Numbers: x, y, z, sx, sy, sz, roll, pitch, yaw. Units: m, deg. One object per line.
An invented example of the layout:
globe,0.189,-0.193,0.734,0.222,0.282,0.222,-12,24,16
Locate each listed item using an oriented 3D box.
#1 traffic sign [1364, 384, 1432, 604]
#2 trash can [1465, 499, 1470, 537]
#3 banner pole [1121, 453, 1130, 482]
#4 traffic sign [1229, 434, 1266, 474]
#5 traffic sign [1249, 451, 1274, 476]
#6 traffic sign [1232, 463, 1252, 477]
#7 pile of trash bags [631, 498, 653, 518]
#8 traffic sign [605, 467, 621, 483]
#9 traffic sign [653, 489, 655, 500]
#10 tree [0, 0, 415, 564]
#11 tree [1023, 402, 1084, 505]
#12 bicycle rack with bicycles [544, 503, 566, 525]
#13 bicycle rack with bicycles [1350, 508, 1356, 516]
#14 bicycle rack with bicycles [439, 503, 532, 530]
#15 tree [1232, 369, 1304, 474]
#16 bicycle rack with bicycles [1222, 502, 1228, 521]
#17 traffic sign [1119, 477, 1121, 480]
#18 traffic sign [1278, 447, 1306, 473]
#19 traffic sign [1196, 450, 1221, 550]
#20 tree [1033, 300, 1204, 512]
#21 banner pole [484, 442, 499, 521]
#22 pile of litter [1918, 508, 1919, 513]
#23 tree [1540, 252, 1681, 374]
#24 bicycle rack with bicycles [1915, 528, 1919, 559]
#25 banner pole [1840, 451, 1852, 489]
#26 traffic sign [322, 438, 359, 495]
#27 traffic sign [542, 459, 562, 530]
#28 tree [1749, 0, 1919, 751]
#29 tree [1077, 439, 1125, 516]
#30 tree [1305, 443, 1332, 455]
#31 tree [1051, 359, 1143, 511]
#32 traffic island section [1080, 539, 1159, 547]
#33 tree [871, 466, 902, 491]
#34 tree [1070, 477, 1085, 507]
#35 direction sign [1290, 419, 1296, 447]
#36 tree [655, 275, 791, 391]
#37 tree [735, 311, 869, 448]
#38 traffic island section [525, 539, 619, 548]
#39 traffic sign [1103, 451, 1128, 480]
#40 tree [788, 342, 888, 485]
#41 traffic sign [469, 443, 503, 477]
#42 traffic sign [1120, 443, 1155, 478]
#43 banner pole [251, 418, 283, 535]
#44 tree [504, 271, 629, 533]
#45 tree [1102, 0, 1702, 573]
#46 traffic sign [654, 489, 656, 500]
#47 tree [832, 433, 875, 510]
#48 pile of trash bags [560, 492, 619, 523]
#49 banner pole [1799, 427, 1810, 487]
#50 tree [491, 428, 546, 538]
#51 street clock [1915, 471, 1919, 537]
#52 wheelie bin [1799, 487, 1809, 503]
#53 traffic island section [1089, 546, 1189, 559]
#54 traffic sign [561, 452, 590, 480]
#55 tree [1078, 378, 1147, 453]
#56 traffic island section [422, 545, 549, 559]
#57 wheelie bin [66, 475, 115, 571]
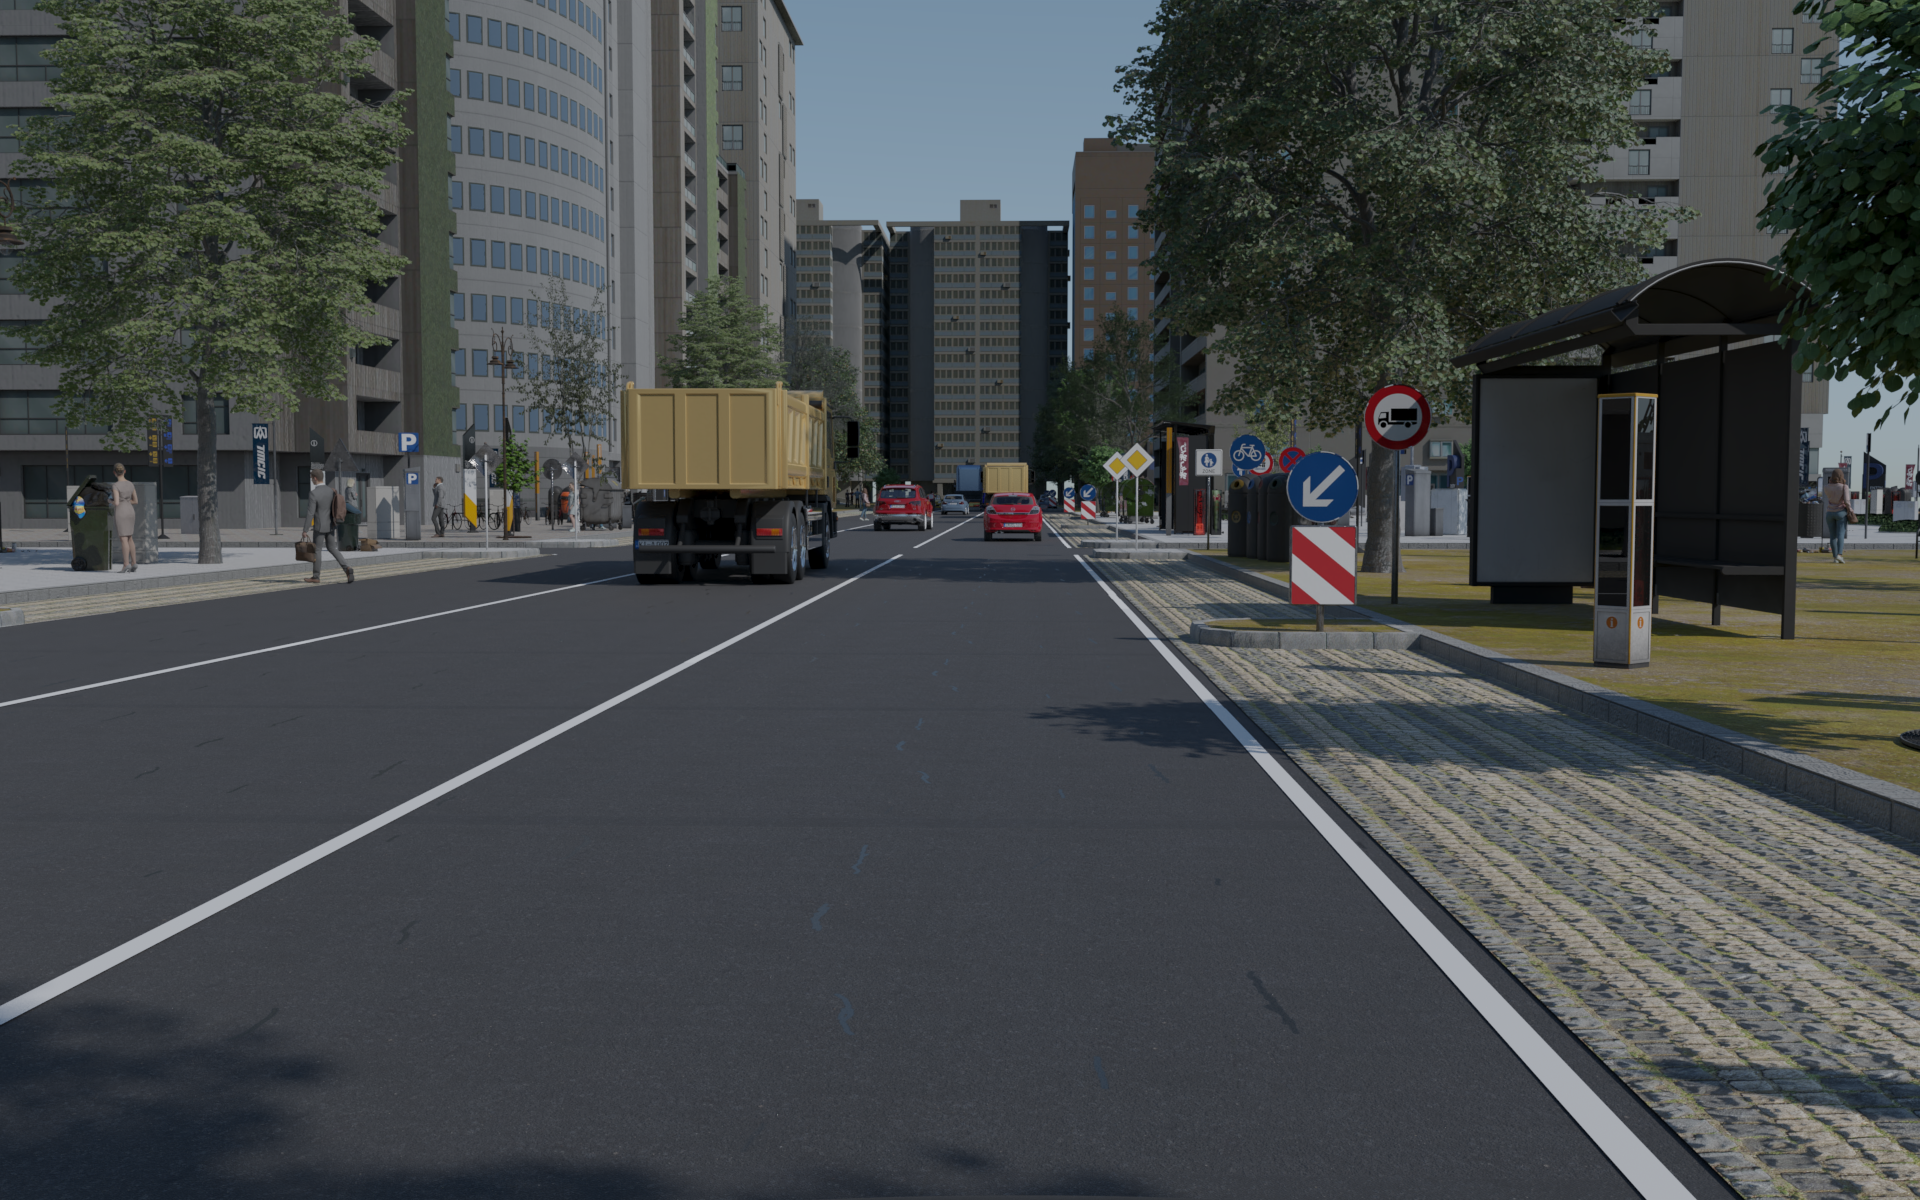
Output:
traffic sign,5.072,-1.225,20.143,0.768,2.556,0.104,0,4,7
trash can,14.676,-2.287,49.054,0.748,1.137,0.748,0,3,0
banner pole,9.039,-6.296,92.955,0.863,3.779,0.401,-1,4,-10
traffic sign,6.126,-2.256,36.996,0.768,2.556,0.104,0,4,5
traffic sign,8.612,-3.036,49.753,0.768,2.556,0.104,0,4,6
traffic sign,9.250,-3.453,56.554,0.768,2.556,0.104,0,4,4
pile of trash bags,-17.429,-5.026,91.935,3.447,1.369,1.912,3,5,41
traffic sign,-13.069,-3.858,65.201,0.606,2.300,0.079,0,4,4
traffic sign,-12.331,-4.264,69.721,0.884,2.594,0.081,0,4,4
tree,-13.404,-6.932,31.464,7.486,12.596,7.792,0,3,0
tree,11.640,-17.078,196.227,9.611,12.733,9.660,0,3,0
bicycle rack with bicycles,-17.421,-3.574,71.818,2.852,0.926,2.925,0,4,1
bicycle rack with bicycles,18.017,-4.388,85.120,2.925,0.926,2.852,-3,4,-38
bicycle rack with bicycles,-17.195,-3.010,62.596,2.852,0.926,2.925,-3,5,-39
tree,17.763,-9.081,98.834,4.737,8.622,4.395,0,3,0
bicycle rack with bicycles,12.966,-4.254,82.934,2.852,0.926,2.925,-3,5,-41
traffic sign,9.132,-6.108,99.965,0.768,2.556,0.104,0,4,6
traffic sign,8.977,-2.855,46.784,0.768,2.556,0.104,0,4,6
traffic sign,5.716,-2.306,39.830,0.606,2.300,0.079,1,4,12
tree,8.353,-9.122,83.559,7.601,10.594,8.767,2,4,28
banner pole,-22.594,-5.711,83.389,0.863,3.779,0.401,0,4,2
pile of litter,63.405,-6.083,113.428,1.176,0.858,1.719,-3,5,-42
tree,19.354,-6.229,52.203,4.360,8.622,3.978,0,3,0
bicycle rack with bicycles,20.338,-1.251,33.839,2.925,0.926,2.852,-2,4,-23
banner pole,51.080,-6.730,100.045,0.863,3.779,0.401,0,4,-2
traffic sign,-14.457,-2.471,40.408,0.884,2.594,0.081,0,4,4
traffic sign,-14.658,-3.801,62.251,0.768,2.556,0.104,1,4,9
tree,5.452,-1.512,8.427,4.285,4.588,4.351,0,3,0
tree,8.641,-7.264,102.488,4.285,4.588,4.351,0,3,0
tree,23.178,-7.840,111.902,4.285,4.588,4.351,0,3,0
tree,10.435,-12.576,131.376,9.928,11.665,9.643,0,3,0
traffic island section,4.317,-1.526,47.226,2.009,0.180,2.903,0,4,2
tree,-8.044,-12.662,190.741,4.285,4.588,4.351,0,3,0
tree,11.691,-10.927,173.263,1.663,3.219,1.824,0,3,0
direction sign,9.569,-3.535,49.790,0.379,3.537,0.876,1,4,19
tree,-12.440,-10.540,90.452,7.486,12.596,7.792,0,3,0
tree,-11.079,-12.542,115.424,12.009,13.543,11.850,0,3,0
traffic island section,-10.616,-1.557,47.744,2.009,0.180,2.903,0,4,2
traffic sign,4.293,-2.749,47.144,0.795,2.593,0.064,0,4,2
tree,-10.092,-12.939,128.567,9.611,12.733,9.660,0,3,0
traffic sign,-10.867,-2.294,39.696,0.795,2.593,0.064,0,4,2
traffic sign,4.017,-2.261,39.164,0.795,2.593,0.064,0,4,2
banner pole,-21.581,-3.909,53.935,0.863,3.779,0.401,-1,4,-21
tree,-12.700,-6.512,56.838,4.360,8.622,3.978,0,3,0
tree,7.003,-7.430,28.139,9.857,13.997,8.962,0,3,0
traffic sign,-12.403,-4.298,70.382,0.768,2.556,0.104,0,4,8
tree,-9.460,-13.053,163.786,4.737,8.622,4.395,0,3,0
pile of trash bags,-16.685,-4.116,77.055,1.912,1.369,3.447,1,4,20
banner pole,27.779,-4.130,57.542,0.401,3.779,0.863,-2,4,-32
tree,-12.932,-3.427,50.634,1.663,3.219,1.824,0,3,0
street clock,28.973,-2.905,52.068,0.471,2.002,0.358,-1,4,-14
wheelie bin,39.504,-4.508,81.622,0.980,1.594,0.693,0,4,1
traffic island section,4.041,-1.038,39.245,2.009,0.180,2.903,0,4,2
traffic sign,-10.592,-2.782,47.676,0.795,2.593,0.064,0,4,2
tree,9.262,-9.656,108.235,4.360,8.622,3.978,0,3,0
traffic island section,-10.891,-1.069,39.764,2.009,0.180,2.903,0,4,2
wheelie bin,-14.577,-1.298,29.123,0.693,1.594,0.980,-1,4,-17
